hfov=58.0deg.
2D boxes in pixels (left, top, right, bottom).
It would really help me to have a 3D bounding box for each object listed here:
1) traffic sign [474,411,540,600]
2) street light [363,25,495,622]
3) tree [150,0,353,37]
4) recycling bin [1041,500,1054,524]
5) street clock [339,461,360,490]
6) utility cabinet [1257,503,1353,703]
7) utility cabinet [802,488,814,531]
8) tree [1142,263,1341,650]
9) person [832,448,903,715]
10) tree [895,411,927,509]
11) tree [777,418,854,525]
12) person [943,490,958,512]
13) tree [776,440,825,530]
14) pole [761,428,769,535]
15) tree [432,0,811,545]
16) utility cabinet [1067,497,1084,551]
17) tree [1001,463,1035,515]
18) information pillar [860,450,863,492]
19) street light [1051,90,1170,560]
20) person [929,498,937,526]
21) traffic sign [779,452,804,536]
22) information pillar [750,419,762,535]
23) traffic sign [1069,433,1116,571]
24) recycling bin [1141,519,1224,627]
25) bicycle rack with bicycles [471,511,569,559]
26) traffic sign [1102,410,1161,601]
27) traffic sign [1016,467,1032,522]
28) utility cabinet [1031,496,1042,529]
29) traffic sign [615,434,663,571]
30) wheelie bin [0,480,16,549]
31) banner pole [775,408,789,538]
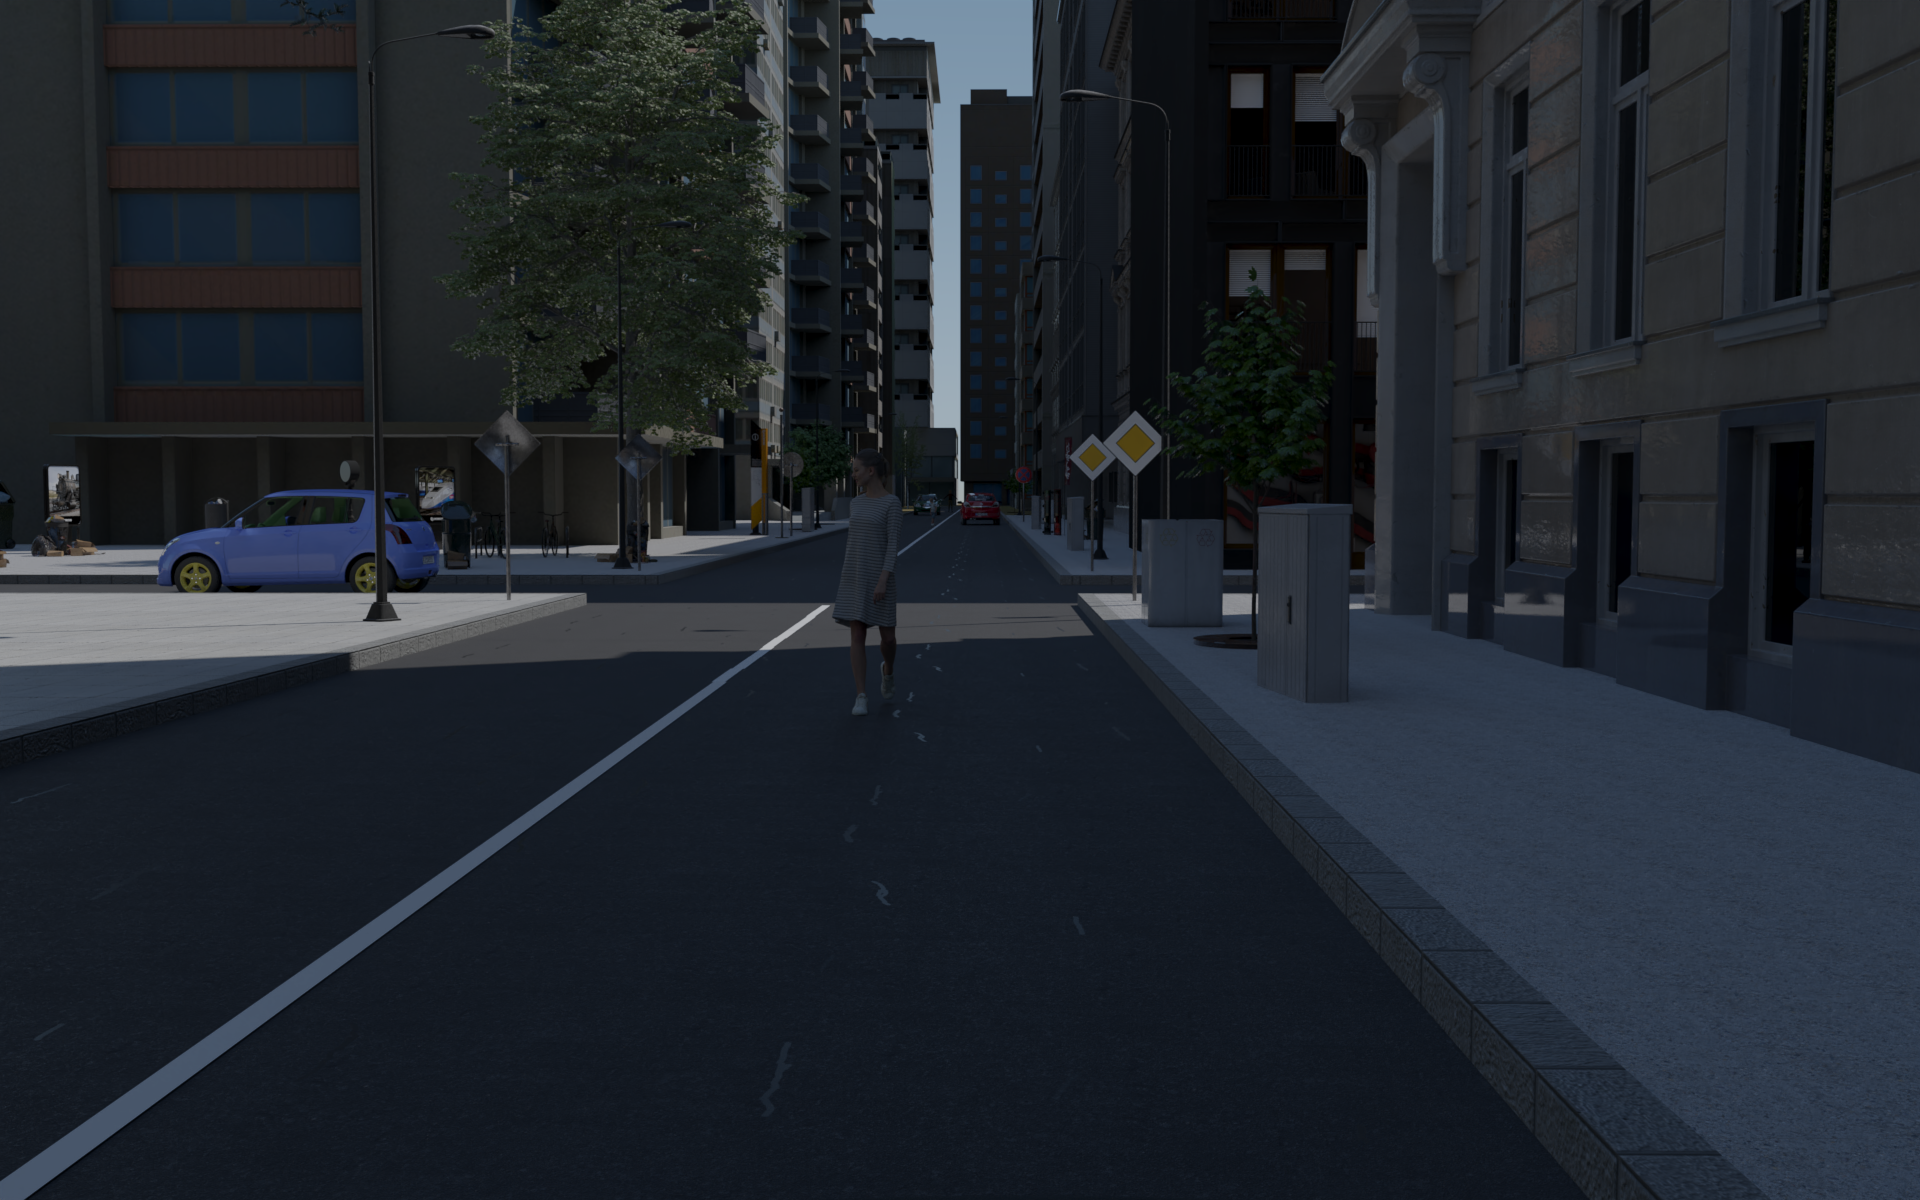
[{"bbox_3d":[-5.449,-1.054,20.868,0.795,2.450,0.064,0,4,1],"label":"traffic sign"},{"bbox_3d":[-5.308,-2.740,17.334,1.470,5.913,1.316,0,4,1],"label":"street light"},{"bbox_3d":[-6.872,-6.065,9.533,12.009,13.543,11.850,0,3,0],"label":"tree"},{"bbox_3d":[3.764,-3.822,75.051,0.722,1.027,0.722,1,4,11],"label":"recycling bin"},{"bbox_3d":[-13.201,-2.014,37.501,0.471,2.002,0.358,3,5,41],"label":"street clock"},{"bbox_3d":[2.186,0.003,11.109,0.306,1.237,1.020,0,4,-7],"label":"utility cabinet"},{"bbox_3d":[-5.194,-3.084,59.095,0.318,1.500,1.173,0,4,2],"label":"utility cabinet"},{"bbox_3d":[2.375,-1.229,14.696,1.663,3.219,1.824,0,3,0],"label":"tree"},{"bbox_3d":[-0.596,-0.138,11.511,0.466,1.731,0.760,0,4,4],"label":"person"},{"bbox_3d":[-4.634,-12.345,152.205,4.737,8.622,4.395,0,3,0],"label":"tree"},{"bbox_3d":[-6.016,-5.464,73.051,4.285,4.588,4.351,0,3,0],"label":"tree"},{"bbox_3d":[-0.754,-7.930,138.672,1.217,1.766,0.721,0,4,4],"label":"person"},{"bbox_3d":[-5.546,-4.105,61.714,1.663,3.219,1.824,0,3,0],"label":"tree"},{"bbox_3d":[-6.071,-3.673,53.889,0.158,3.312,0.155,0,3,0],"label":"pole"},{"bbox_3d":[-6.934,-7.207,35.967,7.486,12.596,7.792,0,3,0],"label":"tree"},{"bbox_3d":[2.630,-1.738,39.581,0.306,1.237,1.020,0,4,-2],"label":"utility cabinet"},{"bbox_3d":[3.860,-7.584,118.594,1.663,3.219,1.824,0,3,0],"label":"tree"},{"bbox_3d":[-5.199,-6.115,91.333,0.183,3.616,0.504,0,4,2],"label":"information pillar"},{"bbox_3d":[1.845,-2.908,20.085,1.470,5.913,1.316,0,4,1],"label":"street light"},{"bbox_3d":[-1.220,-4.003,78.628,0.352,1.250,0.332,0,4,-7],"label":"person"},{"bbox_3d":[-5.141,-3.217,52.710,0.768,2.556,0.104,1,4,8],"label":"traffic sign"},{"bbox_3d":[-6.324,-3.843,54.189,0.504,3.616,0.183,-1,4,-20],"label":"information pillar"},{"bbox_3d":[2.195,-1.535,28.737,0.795,2.450,0.064,0,4,1],"label":"traffic sign"},{"bbox_3d":[2.174,-0.271,16.989,0.722,1.027,0.722,0,3,0],"label":"recycling bin"},{"bbox_3d":[-9.032,-1.337,35.244,2.852,0.926,2.925,-1,4,-11],"label":"bicycle rack with bicycles"},{"bbox_3d":[2.094,-1.047,20.753,0.795,2.450,0.064,0,4,1],"label":"traffic sign"},{"bbox_3d":[2.952,-4.899,80.210,0.768,2.556,0.104,0,4,1],"label":"traffic sign"},{"bbox_3d":[2.818,-3.206,63.577,0.306,1.237,1.020,0,4,8],"label":"utility cabinet"},{"bbox_3d":[-5.348,-1.542,28.852,0.795,2.450,0.064,0,4,1],"label":"traffic sign"},{"bbox_3d":[-22.460,-1.981,40.302,0.980,1.594,0.693,1,4,23],"label":"wheelie bin"},{"bbox_3d":[-5.186,-3.702,50.550,0.401,3.779,0.863,0,4,-1],"label":"banner pole"}]
